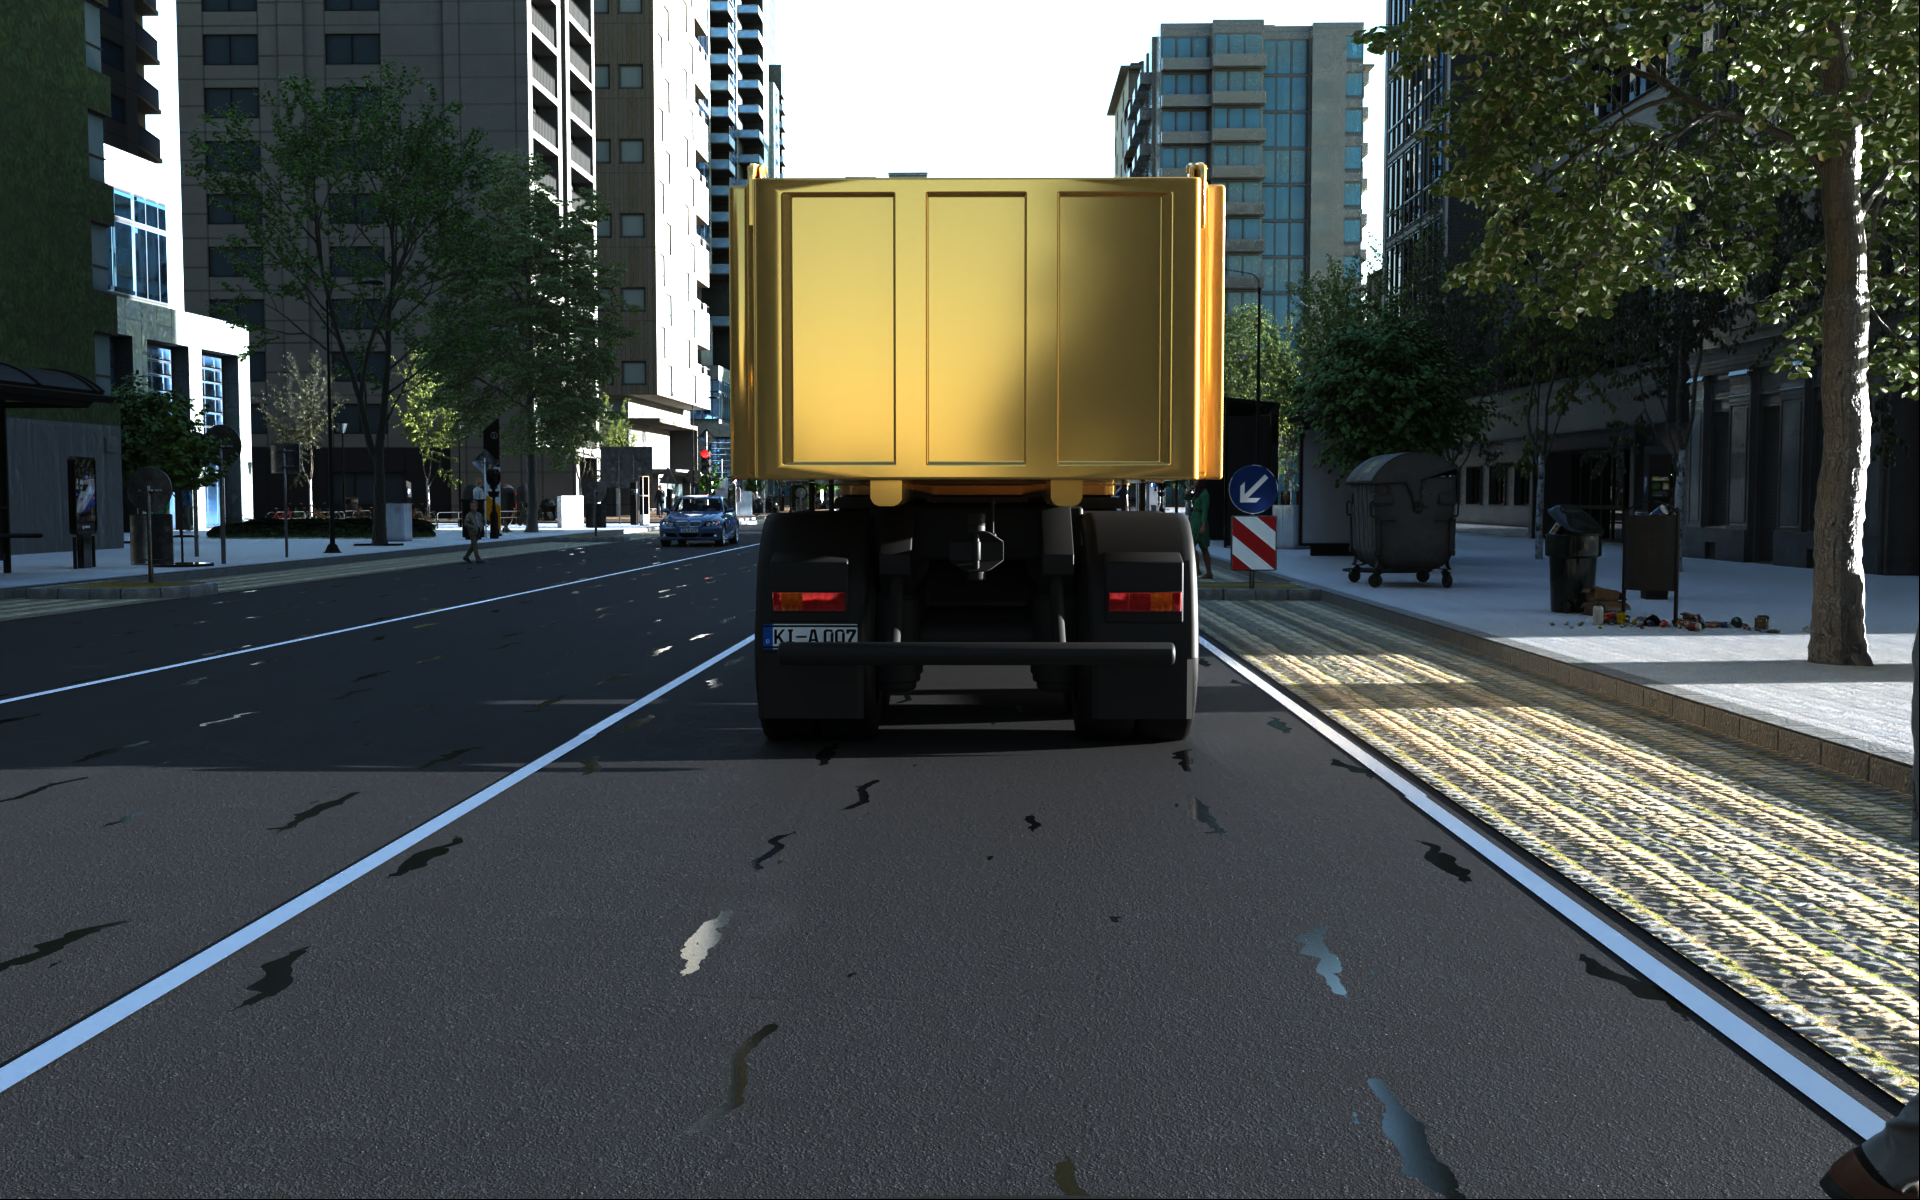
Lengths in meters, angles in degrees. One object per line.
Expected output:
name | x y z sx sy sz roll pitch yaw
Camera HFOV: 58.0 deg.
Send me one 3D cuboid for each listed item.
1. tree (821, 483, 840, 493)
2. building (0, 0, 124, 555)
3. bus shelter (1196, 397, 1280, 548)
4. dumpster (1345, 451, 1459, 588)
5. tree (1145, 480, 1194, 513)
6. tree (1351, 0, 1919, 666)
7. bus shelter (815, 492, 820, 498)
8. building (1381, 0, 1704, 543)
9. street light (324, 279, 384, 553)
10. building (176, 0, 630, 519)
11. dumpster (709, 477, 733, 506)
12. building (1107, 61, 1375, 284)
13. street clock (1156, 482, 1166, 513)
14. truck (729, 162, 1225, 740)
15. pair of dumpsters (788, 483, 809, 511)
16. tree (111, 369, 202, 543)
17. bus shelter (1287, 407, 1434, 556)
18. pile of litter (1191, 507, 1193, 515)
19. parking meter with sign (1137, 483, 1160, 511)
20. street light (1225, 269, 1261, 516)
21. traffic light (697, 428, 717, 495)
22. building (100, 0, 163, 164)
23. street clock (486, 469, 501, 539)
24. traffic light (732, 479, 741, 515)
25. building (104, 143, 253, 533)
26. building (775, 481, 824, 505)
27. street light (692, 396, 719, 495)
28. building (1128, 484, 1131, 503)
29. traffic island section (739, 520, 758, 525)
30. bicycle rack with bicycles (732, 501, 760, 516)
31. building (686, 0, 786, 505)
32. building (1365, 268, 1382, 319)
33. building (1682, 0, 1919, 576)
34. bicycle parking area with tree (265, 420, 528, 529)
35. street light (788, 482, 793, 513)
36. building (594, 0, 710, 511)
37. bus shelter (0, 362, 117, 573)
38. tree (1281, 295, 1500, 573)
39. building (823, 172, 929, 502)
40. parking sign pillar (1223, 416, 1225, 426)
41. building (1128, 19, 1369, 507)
tree | -11.981 -10.762 159.668 4.285 4.588 4.351 0 3 0
building | -26.983 -21.378 33.124 14.154 41.232 14.086 0 4 1
bus shelter | 6.886 -3.245 44.332 1.731 3.624 6.357 0 4 1
dumpster | 6.226 -1.141 24.409 1.264 1.857 1.865 0 4 1
tree | 7.188 -4.514 57.513 4.285 4.588 4.351 0 3 0
tree | 6.286 -5.781 12.640 7.486 12.596 7.792 0 3 0
bus shelter | -13.024 -9.798 151.486 1.731 3.624 6.357 0 4 1
building | 22.230 -14.103 49.657 14.314 24.678 30.058 0 4 1
street light | -13.142 -3.978 37.574 1.470 5.913 1.316 0 4 1
building | -29.929 -40.383 98.518 20.563 71.187 20.611 0 4 1
dumpster | -13.858 -5.961 99.957 1.502 2.255 1.985 0 4 1
building | 32.847 -37.922 209.267 28.713 52.752 27.495 0 4 1
street clock | 7.687 -3.756 65.987 0.471 2.002 0.358 0 4 -6
truck | 0.139 -1.087 13.699 3.469 3.379 9.791 0 4 1
pair of dumpsters | -12.053 -7.831 130.527 1.574 2.255 4.437 0 4 1
tree | -21.686 -3.781 45.530 4.285 4.588 4.351 0 3 0
bus shelter | 7.774 -2.418 33.455 2.014 3.302 5.546 0 4 1
pile of litter | 8.426 -2.955 62.275 1.719 0.858 1.176 1 4 19
parking meter with sign | 7.358 -4.364 67.606 0.543 3.016 1.738 -2 4 -25
street light | 5.546 -3.843 35.382 1.470 5.913 1.316 0 4 1
traffic light | -10.840 -5.215 74.183 0.839 4.253 0.868 0 4 1
building | -62.674 -34.058 98.846 28.212 58.520 21.231 0 4 1
street clock | -13.411 -2.768 49.826 0.358 2.002 0.471 1 4 11
traffic light | -8.572 -6.574 82.155 4.771 5.953 1.251 0 4 1
building | -42.972 -45.300 53.326 31.000 86.520 22.319 0 4 1
building | -32.490 -22.429 211.751 28.899 21.520 27.650 0 4 1
street light | -12.143 -6.715 82.333 1.470 5.913 1.316 0 4 1
building | 22.186 -25.495 261.883 28.899 21.520 27.650 0 4 1
traffic island section | -10.705 -3.671 82.301 2.009 0.180 2.903 0 4 1
bicycle rack with bicycles | -13.613 -5.463 102.708 2.852 0.926 2.925 -3 5 -42
building | -39.033 -57.874 258.911 31.000 86.520 22.319 0 4 1
building | 58.969 -27.220 216.750 14.107 30.474 14.160 0 4 1
building | 19.229 -10.799 25.711 9.793 20.994 18.267 0 4 1
bicycle parking area with tree | -21.843 -4.957 68.049 8.231 4.147 9.016 2 4 29
street light | -11.187 -9.018 119.984 1.470 5.913 1.316 0 4 1
building | -35.530 -33.711 140.415 28.713 52.752 27.495 0 4 1
bus shelter | -14.822 -1.936 25.584 2.014 3.302 5.546 0 4 1
tree | 7.053 -2.755 28.759 4.285 4.588 4.351 0 3 0
building | -7.718 -39.189 260.342 30.456 49.044 23.786 0 4 1
parking sign pillar | 7.441 -3.679 48.625 1.447 3.967 1.447 -2 4 -26
building | 29.089 -34.296 180.341 23.786 49.044 30.456 0 4 1
